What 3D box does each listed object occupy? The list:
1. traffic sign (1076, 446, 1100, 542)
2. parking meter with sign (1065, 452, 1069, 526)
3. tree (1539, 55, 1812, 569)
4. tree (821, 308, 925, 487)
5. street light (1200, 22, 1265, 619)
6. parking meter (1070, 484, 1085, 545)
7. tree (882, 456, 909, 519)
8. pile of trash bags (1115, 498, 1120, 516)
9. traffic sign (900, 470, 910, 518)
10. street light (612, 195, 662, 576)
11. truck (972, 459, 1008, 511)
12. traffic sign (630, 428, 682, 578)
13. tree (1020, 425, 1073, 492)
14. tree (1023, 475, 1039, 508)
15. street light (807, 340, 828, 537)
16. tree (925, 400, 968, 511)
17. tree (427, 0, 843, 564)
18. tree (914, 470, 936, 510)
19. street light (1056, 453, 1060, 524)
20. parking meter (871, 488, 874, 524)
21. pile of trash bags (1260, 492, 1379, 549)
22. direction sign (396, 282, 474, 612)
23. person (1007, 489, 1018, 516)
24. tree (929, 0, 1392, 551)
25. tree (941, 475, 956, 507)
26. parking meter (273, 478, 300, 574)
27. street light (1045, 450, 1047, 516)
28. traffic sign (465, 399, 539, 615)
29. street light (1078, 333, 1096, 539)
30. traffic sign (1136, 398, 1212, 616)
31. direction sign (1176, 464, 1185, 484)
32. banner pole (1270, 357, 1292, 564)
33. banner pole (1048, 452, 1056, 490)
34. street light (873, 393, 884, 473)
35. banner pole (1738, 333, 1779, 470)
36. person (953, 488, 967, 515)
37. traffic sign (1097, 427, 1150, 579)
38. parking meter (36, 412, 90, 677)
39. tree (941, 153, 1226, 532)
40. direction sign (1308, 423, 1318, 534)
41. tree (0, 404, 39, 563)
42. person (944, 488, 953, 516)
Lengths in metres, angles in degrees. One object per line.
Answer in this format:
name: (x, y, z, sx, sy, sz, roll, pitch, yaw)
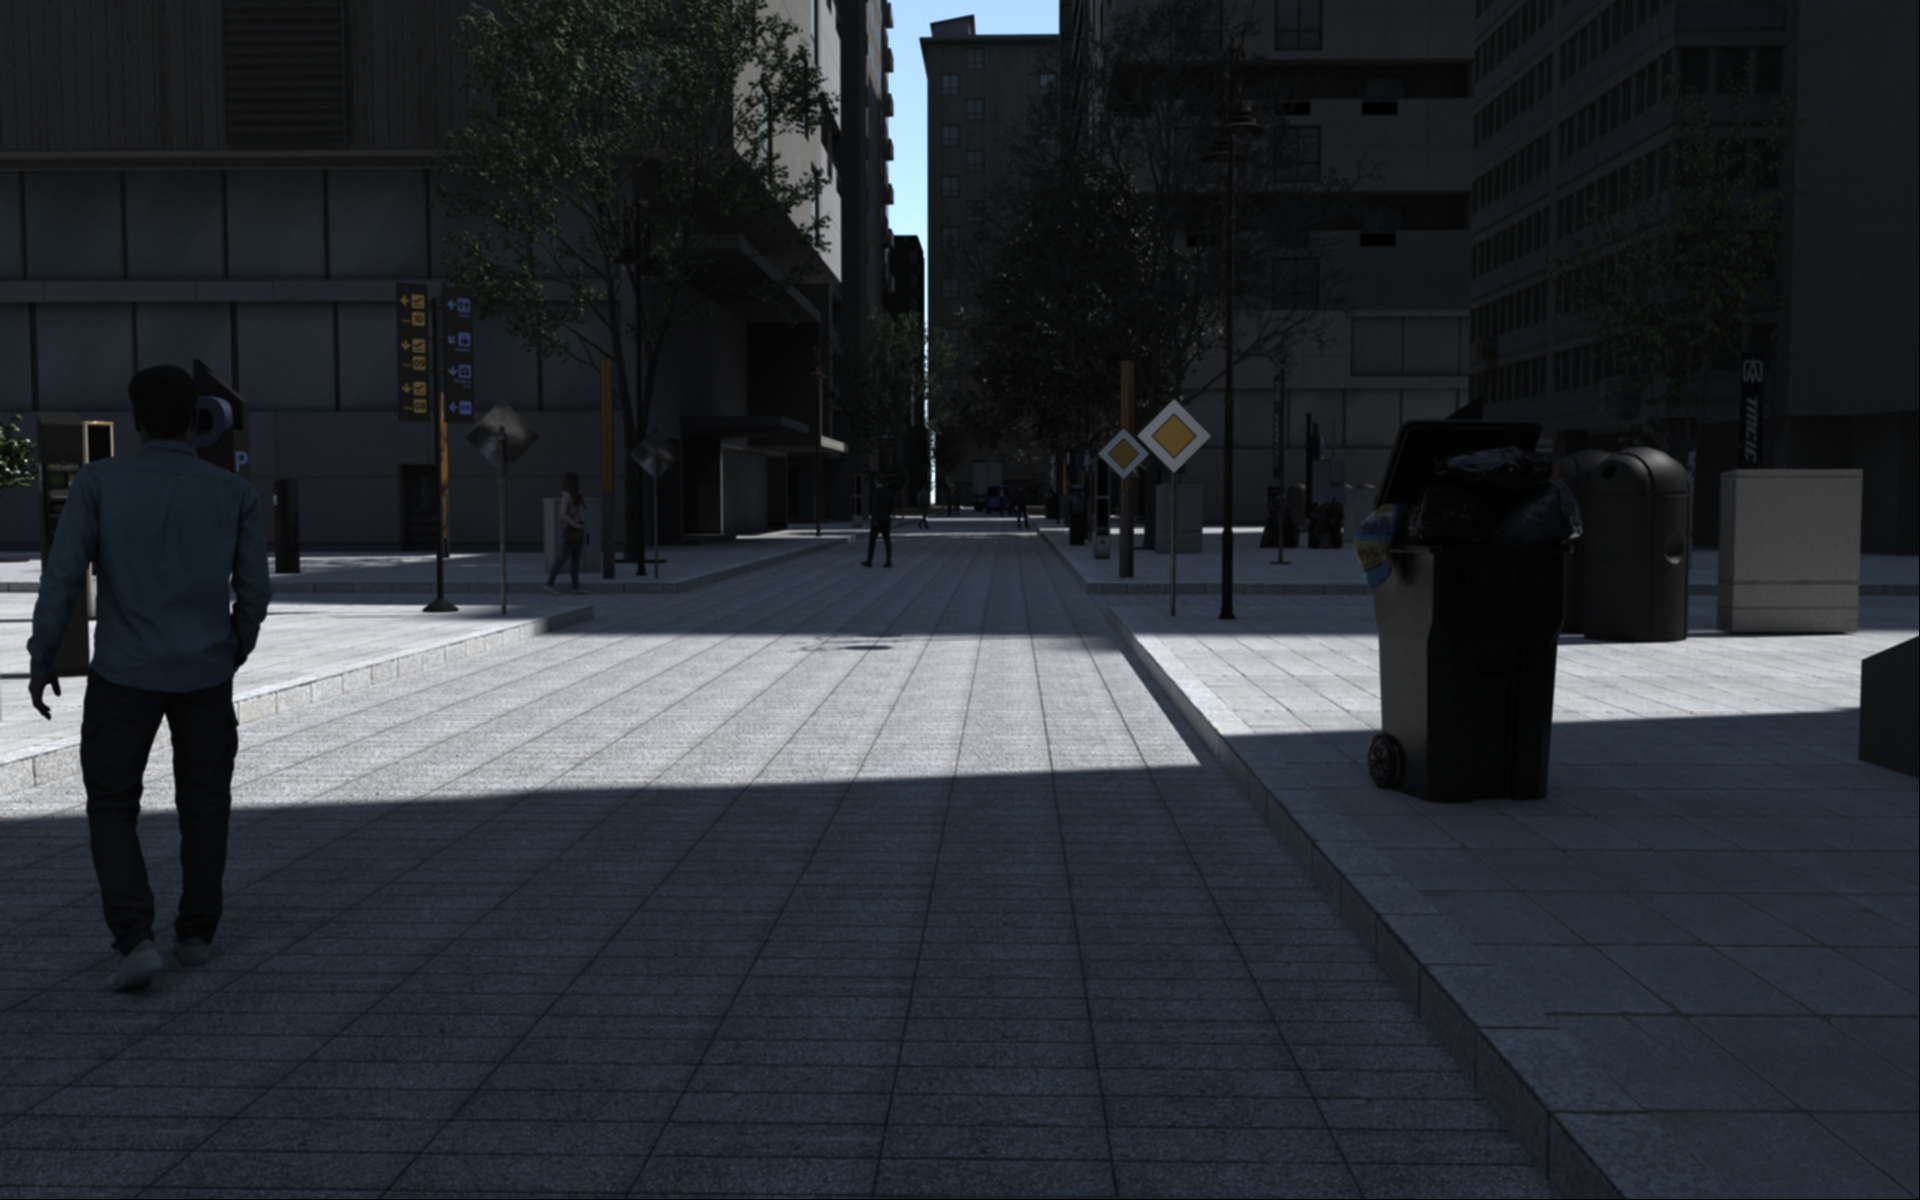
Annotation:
traffic sign: (3.497, -2.829, 46.367, 0.768, 2.556, 0.104, 0, 4, 8)
parking meter with sign: (4.489, -4.519, 70.147, 0.543, 3.016, 1.738, 0, 4, 6)
tree: (12.438, -4.854, 29.719, 4.737, 8.622, 4.395, 0, 3, 0)
tree: (-3.912, -7.281, 69.409, 4.360, 8.622, 3.978, 0, 3, 0)
street light: (2.745, -2.743, 17.636, 0.468, 5.910, 1.993, 0, 4, 2)
parking meter: (2.949, -2.145, 43.475, 0.372, 1.533, 0.369, 0, 3, 0)
tree: (-3.459, -5.699, 87.782, 1.663, 3.219, 1.824, 0, 3, 0)
pile of trash bags: (10.649, -5.459, 99.010, 3.447, 1.369, 1.912, 0, 4, -6)
traffic sign: (-2.962, -5.484, 89.762, 0.768, 2.556, 0.104, 0, 4, 4)
street light: (-5.030, -3.326, 27.161, 0.468, 5.910, 1.993, 0, 4, 2)
truck: (2.520, -9.596, 145.813, 2.839, 4.237, 11.283, 0, 4, 3)
traffic sign: (-4.629, -1.390, 26.365, 0.795, 2.450, 0.064, 0, 4, 2)
tree: (5.617, -9.400, 104.048, 4.360, 8.622, 3.978, 0, 3, 0)
tree: (6.998, -10.391, 164.495, 1.663, 3.219, 1.824, 0, 3, 0)
street light: (-4.270, -4.849, 52.064, 0.468, 5.910, 1.993, 0, 4, 2)
tree: (-2.170, -10.861, 127.935, 4.360, 8.622, 3.978, 0, 3, 0)
tree: (-6.042, -6.513, 32.243, 9.928, 11.665, 9.643, 0, 3, 0)
tree: (-2.877, -8.887, 139.906, 1.663, 3.219, 1.824, 0, 3, 0)
street light: (4.217, -6.214, 74.387, 0.468, 5.910, 1.993, 0, 4, 2)
parking meter: (-3.578, -3.960, 73.150, 0.372, 1.533, 0.369, 0, 3, 0)
pile of trash bags: (8.804, -1.927, 41.265, 3.447, 1.369, 1.912, 2, 4, 32)
direction sign: (-5.690, -1.644, 18.869, 0.876, 3.537, 0.379, -3, 5, -44)
person: (3.412, -6.315, 112.299, 0.990, 1.755, 0.434, 3, 5, 39)
tree: (4.520, -7.900, 39.540, 12.009, 13.543, 11.850, 0, 3, 0)
tree: (-1.351, -11.223, 178.094, 1.663, 3.219, 1.824, 0, 3, 0)
parking meter: (-10.903, -1.201, 28.041, 0.372, 1.533, 0.369, 0, 3, 0)
street light: (4.953, -7.747, 99.449, 0.468, 5.910, 1.993, 0, 4, 2)
traffic sign: (-4.855, -0.902, 18.383, 0.795, 2.450, 0.064, 0, 4, 2)
street light: (3.582, -4.664, 49.037, 0.468, 5.910, 1.993, 0, 4, 2)
traffic sign: (2.236, -0.888, 18.162, 0.795, 2.450, 0.064, 0, 4, 2)
direction sign: (8.418, -4.543, 66.269, 0.379, 3.537, 0.876, -1, 4, -17)
banner pole: (5.882, -2.566, 31.976, 0.401, 3.779, 0.863, 0, 4, -4)
banner pole: (5.044, -6.492, 96.164, 0.401, 3.779, 0.863, -2, 4, -34)
street light: (-3.585, -6.414, 77.658, 0.468, 5.910, 1.993, 0, 4, 2)
banner pole: (12.427, -2.258, 26.936, 0.863, 3.779, 0.401, -1, 4, -17)
person: (-0.218, -6.688, 117.852, 1.348, 1.824, 0.705, 1, 4, 18)
traffic sign: (2.462, -1.376, 26.144, 0.795, 2.450, 0.064, 0, 4, 2)
parking meter: (-6.322, -0.397, 12.209, 0.255, 1.863, 0.399, -2, 4, -33)
tree: (4.119, -8.623, 57.989, 9.611, 12.733, 9.660, 0, 3, 0)
direction sign: (11.371, -3.886, 55.526, 0.379, 3.537, 0.876, 1, 4, 21)
tree: (-18.177, -2.327, 32.649, 1.663, 3.219, 1.824, 0, 3, 0)
person: (-0.703, -6.378, 112.866, 0.705, 1.814, 1.350, -1, 4, -23)
